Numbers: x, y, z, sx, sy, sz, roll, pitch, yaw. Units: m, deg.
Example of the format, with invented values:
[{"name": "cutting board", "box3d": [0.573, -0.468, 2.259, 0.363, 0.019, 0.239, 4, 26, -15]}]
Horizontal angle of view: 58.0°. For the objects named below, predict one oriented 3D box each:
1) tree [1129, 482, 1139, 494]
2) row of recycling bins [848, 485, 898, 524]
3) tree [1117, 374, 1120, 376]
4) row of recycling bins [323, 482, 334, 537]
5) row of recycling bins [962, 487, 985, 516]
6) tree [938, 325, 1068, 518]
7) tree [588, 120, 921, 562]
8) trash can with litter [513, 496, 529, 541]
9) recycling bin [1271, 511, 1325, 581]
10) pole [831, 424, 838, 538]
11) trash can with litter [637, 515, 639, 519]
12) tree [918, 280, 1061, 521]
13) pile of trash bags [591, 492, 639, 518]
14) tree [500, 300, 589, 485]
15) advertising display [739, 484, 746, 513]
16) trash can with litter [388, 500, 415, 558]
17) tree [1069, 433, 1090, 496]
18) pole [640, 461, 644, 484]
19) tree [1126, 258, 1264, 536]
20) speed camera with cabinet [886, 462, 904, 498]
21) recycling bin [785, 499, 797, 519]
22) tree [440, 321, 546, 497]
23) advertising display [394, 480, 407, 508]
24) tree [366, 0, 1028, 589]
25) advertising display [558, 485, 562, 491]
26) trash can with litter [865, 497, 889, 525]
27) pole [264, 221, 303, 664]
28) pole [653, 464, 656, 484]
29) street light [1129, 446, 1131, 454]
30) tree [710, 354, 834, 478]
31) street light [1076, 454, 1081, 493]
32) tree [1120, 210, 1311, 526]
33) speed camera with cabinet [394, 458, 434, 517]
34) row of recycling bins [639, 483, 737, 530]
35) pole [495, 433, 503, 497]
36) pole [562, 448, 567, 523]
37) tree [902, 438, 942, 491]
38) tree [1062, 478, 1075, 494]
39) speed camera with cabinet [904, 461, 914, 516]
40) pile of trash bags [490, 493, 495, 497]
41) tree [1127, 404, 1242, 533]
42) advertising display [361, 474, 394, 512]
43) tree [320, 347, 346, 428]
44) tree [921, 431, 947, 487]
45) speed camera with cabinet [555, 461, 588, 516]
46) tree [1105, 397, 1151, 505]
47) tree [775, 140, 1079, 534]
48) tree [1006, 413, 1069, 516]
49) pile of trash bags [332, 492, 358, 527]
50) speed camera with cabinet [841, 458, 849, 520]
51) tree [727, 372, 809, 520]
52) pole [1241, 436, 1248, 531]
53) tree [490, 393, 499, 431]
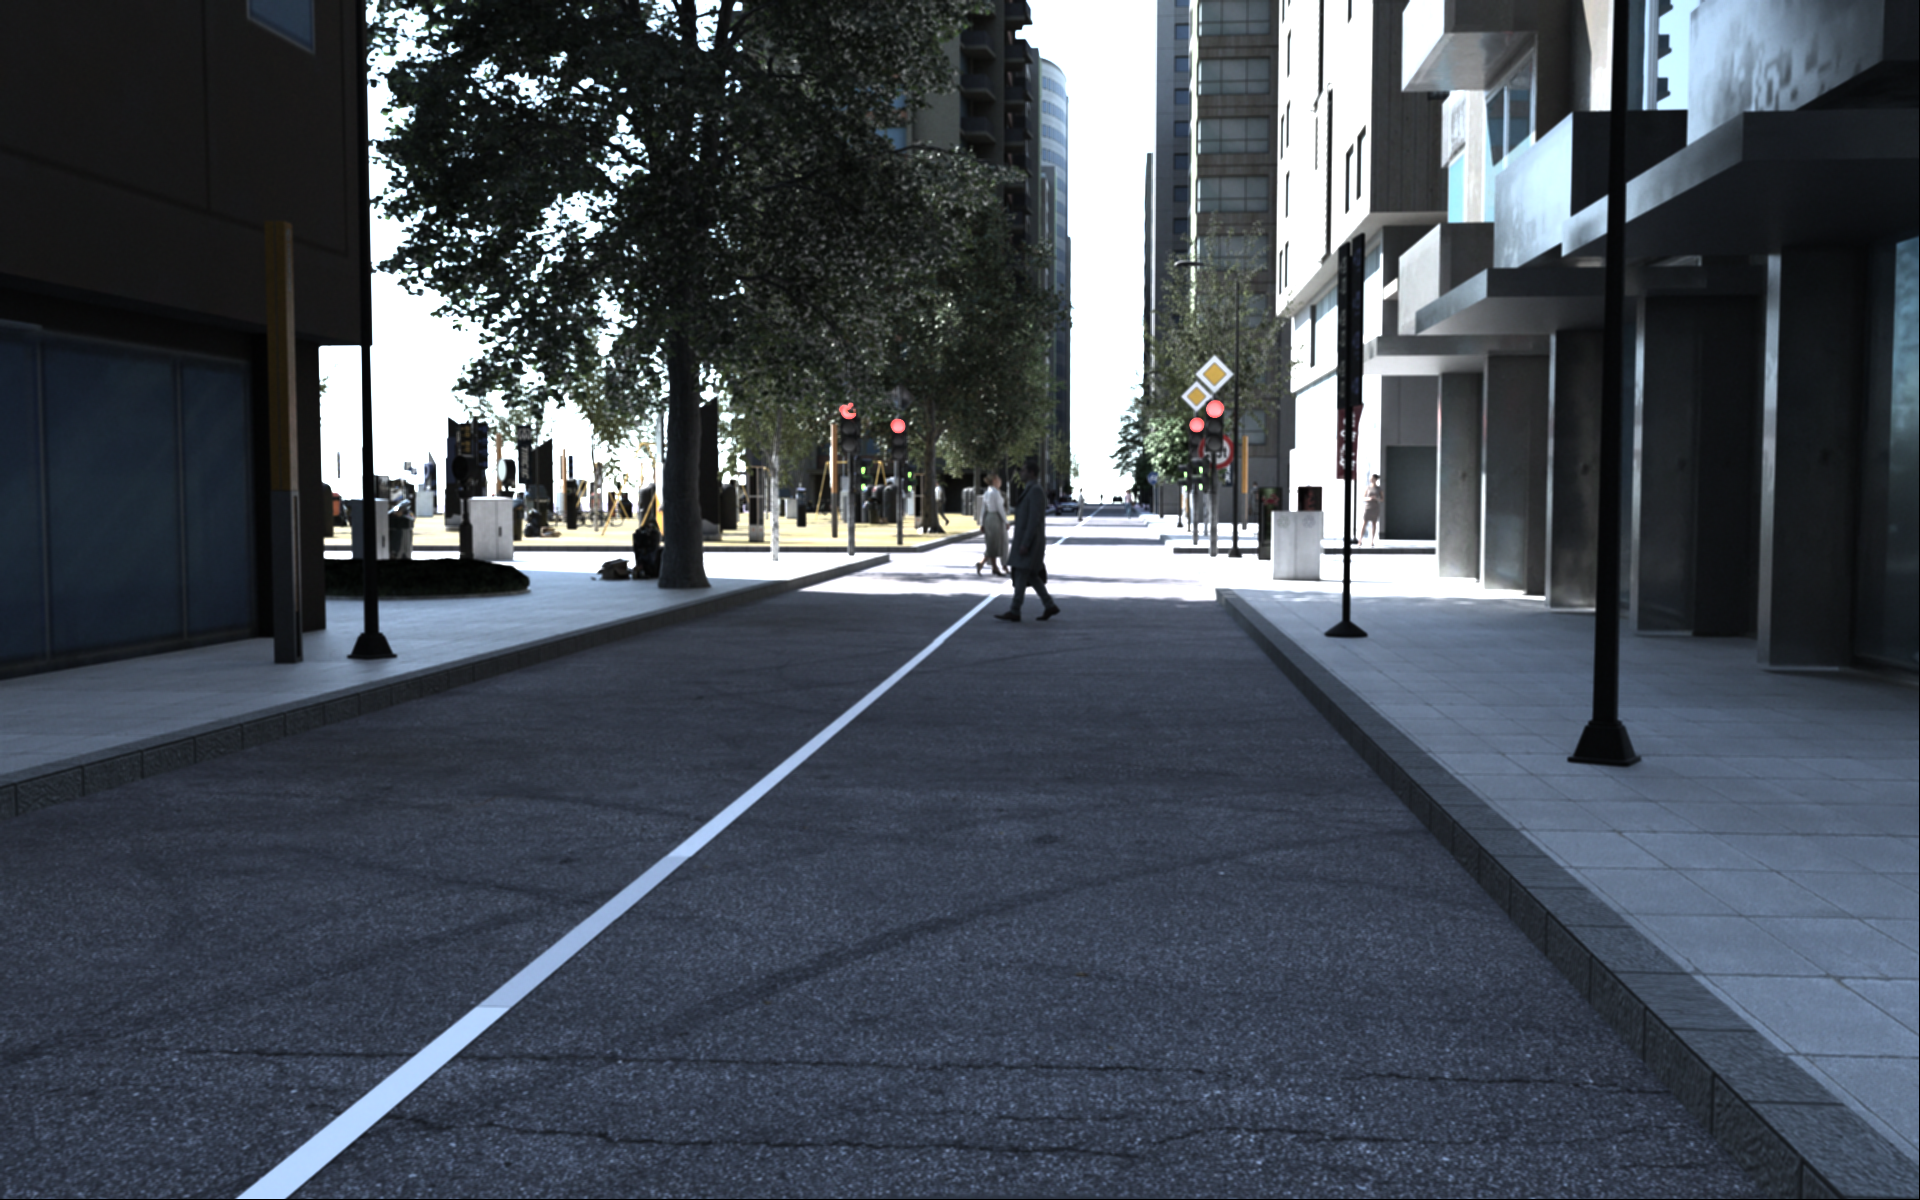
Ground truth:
[{"name": "tree", "box3d": [27.116, -16.897, 270.872, 1.663, 3.219, 1.824, 0, 3, 0]}, {"name": "row of recycling bins", "box3d": [-3.744, -4.243, 76.487, 1.069, 1.692, 3.534, -3, 4, -38]}, {"name": "tree", "box3d": [8.711, -7.238, 68.700, 4.360, 8.622, 3.978, 0, 3, 0]}, {"name": "row of recycling bins", "box3d": [-20.026, -2.691, 51.110, 1.069, 1.692, 3.534, 2, 4, 25]}, {"name": "row of recycling bins", "box3d": [0.694, -5.863, 102.970, 1.069, 1.692, 3.534, 0, 4, -8]}, {"name": "tree", "box3d": [1.811, -10.268, 93.640, 9.928, 11.665, 9.643, 0, 3, 0]}, {"name": "tree", "box3d": [-3.753, -5.038, 32.729, 4.737, 8.622, 4.395, 0, 3, 0]}, {"name": "trash can with litter", "box3d": [-12.309, -2.190, 47.190, 0.624, 1.170, 1.055, 2, 4, 30]}, {"name": "recycling bin", "box3d": [5.052, -0.815, 25.884, 0.722, 1.027, 0.722, 1, 4, 16]}, {"name": "pole", "box3d": [-3.667, -3.471, 50.599, 0.158, 3.312, 0.155, 0, 3, 0]}, {"name": "trash can with litter", "box3d": [-15.687, -4.716, 88.171, 2.233, 1.210, 1.678, 3, 4, 37]}, {"name": "tree", "box3d": [0.944, -10.086, 83.026, 7.486, 12.596, 7.792, 0, 3, 0]}, {"name": "pile of trash bags", "box3d": [-18.101, -5.088, 92.948, 3.447, 1.369, 1.912, 0, 4, 3]}, {"name": "tree", "box3d": [-12.112, -6.611, 58.445, 4.737, 8.622, 4.395, 0, 3, 0]}, {"name": "advertising display", "box3d": [-14.493, -6.703, 114.800, 0.123, 1.923, 0.974, 2, 4, 25]}, {"name": "trash can with litter", "box3d": [-11.124, -1.359, 33.609, 1.055, 1.170, 0.624, -1, 4, -17]}, {"name": "tree", "box3d": [11.543, -14.911, 194.164, 4.737, 8.622, 4.395, 0, 3, 0]}, {"name": "pole", "box3d": [-19.794, -6.969, 107.784, 0.158, 3.312, 0.155, 0, 3, 0]}, {"name": "tree", "box3d": [7.343, -6.277, 52.997, 4.737, 8.622, 4.395, 0, 3, 0]}, {"name": "speed camera with cabinet", "box3d": [-4.238, -6.272, 96.884, 2.038, 3.252, 0.660, 3, 5, 40]}, {"name": "recycling bin", "box3d": [-8.617, -4.688, 89.208, 0.722, 1.027, 0.722, 0, 4, -8]}, {"name": "tree", "box3d": [-20.113, -7.579, 74.280, 4.360, 8.622, 3.978, 0, 3, 0]}, {"name": "advertising display", "box3d": [-25.439, -4.456, 78.067, 0.974, 1.923, 0.123, 0, 4, -2]}, {"name": "tree", "box3d": [-3.784, -7.149, 23.536, 9.857, 13.997, 8.962, 0, 3, 0]}, {"name": "advertising display", "box3d": [-27.333, -6.967, 119.118, 0.123, 1.923, 0.974, -3, 5, -39]}, {"name": "trash can with litter", "box3d": [-3.486, -3.768, 72.998, 0.624, 1.170, 1.055, 3, 4, 36]}, {"name": "pole", "box3d": [-5.109, -1.177, 13.082, 0.158, 3.312, 0.155, 0, 3, 0]}, {"name": "pole", "box3d": [-20.407, -7.459, 115.791, 0.158, 3.312, 0.155, 0, 3, 0]}, {"name": "street light", "box3d": [14.598, -10.280, 140.626, 1.470, 5.913, 1.316, 0, 4, 5]}, {"name": "tree", "box3d": [-9.958, -9.722, 93.362, 8.767, 10.594, 7.601, 1, 4, 12]}, {"name": "street light", "box3d": [13.164, -14.076, 202.686, 1.470, 5.913, 1.316, 0, 4, 5]}, {"name": "tree", "box3d": [7.001, -5.846, 45.942, 4.360, 8.622, 3.978, 0, 3, 0]}, {"name": "speed camera with cabinet", "box3d": [-30.420, -6.248, 96.487, 2.038, 3.252, 0.660, -1, 4, -16]}, {"name": "row of recycling bins", "box3d": [-9.827, -3.399, 62.688, 3.534, 1.692, 1.069, -1, 4, -20]}, {"name": "pole", "box3d": [-15.468, -3.933, 58.154, 0.158, 3.312, 0.155, 0, 3, 0]}, {"name": "pole", "box3d": [-17.499, -5.063, 76.628, 0.158, 3.312, 0.155, 0, 3, 0]}, {"name": "tree", "box3d": [-2.963, -9.932, 112.754, 4.360, 8.622, 3.978, 0, 3, 0]}, {"name": "tree", "box3d": [13.339, -13.381, 213.381, 1.663, 3.219, 1.824, 0, 3, 0]}, {"name": "speed camera with cabinet", "box3d": [-2.952, -6.661, 103.246, 0.660, 3.252, 2.038, 2, 4, 30]}, {"name": "pile of trash bags", "box3d": [-32.601, -6.714, 119.528, 1.912, 1.369, 3.447, 0, 4, 3]}, {"name": "tree", "box3d": [7.811, -4.563, 58.327, 4.285, 4.588, 4.351, 0, 3, 0]}, {"name": "advertising display", "box3d": [-19.368, -3.201, 57.555, 0.123, 1.923, 0.974, 3, 4, 36]}, {"name": "tree", "box3d": [-23.485, -6.664, 59.316, 4.737, 8.622, 4.395, 0, 3, 0]}, {"name": "tree", "box3d": [-2.369, -9.568, 106.806, 4.737, 8.622, 4.395, 0, 3, 0]}, {"name": "speed camera with cabinet", "box3d": [-22.985, -6.613, 102.458, 0.660, 3.252, 2.038, 3, 4, 37]}, {"name": "tree", "box3d": [20.865, -17.388, 202.415, 7.486, 12.596, 7.792, 0, 3, 0]}, {"name": "tree", "box3d": [-0.972, -8.516, 56.251, 9.611, 12.733, 9.660, 0, 3, 0]}, {"name": "tree", "box3d": [3.095, -9.283, 102.140, 4.737, 8.622, 4.395, 0, 3, 0]}, {"name": "pile of trash bags", "box3d": [-24.296, -3.588, 68.420, 1.912, 1.369, 3.447, 0, 4, -6]}, {"name": "speed camera with cabinet", "box3d": [-5.707, -5.696, 87.457, 0.660, 3.252, 2.038, 0, 4, -2]}, {"name": "tree", "box3d": [-9.407, -8.313, 86.273, 4.360, 8.622, 3.978, 0, 3, 0]}, {"name": "pole", "box3d": [10.005, -4.097, 60.824, 0.158, 3.312, 0.155, 0, 3, 0]}, {"name": "tree", "box3d": [-22.743, -8.596, 90.908, 4.737, 8.622, 4.395, 0, 3, 0]}]
